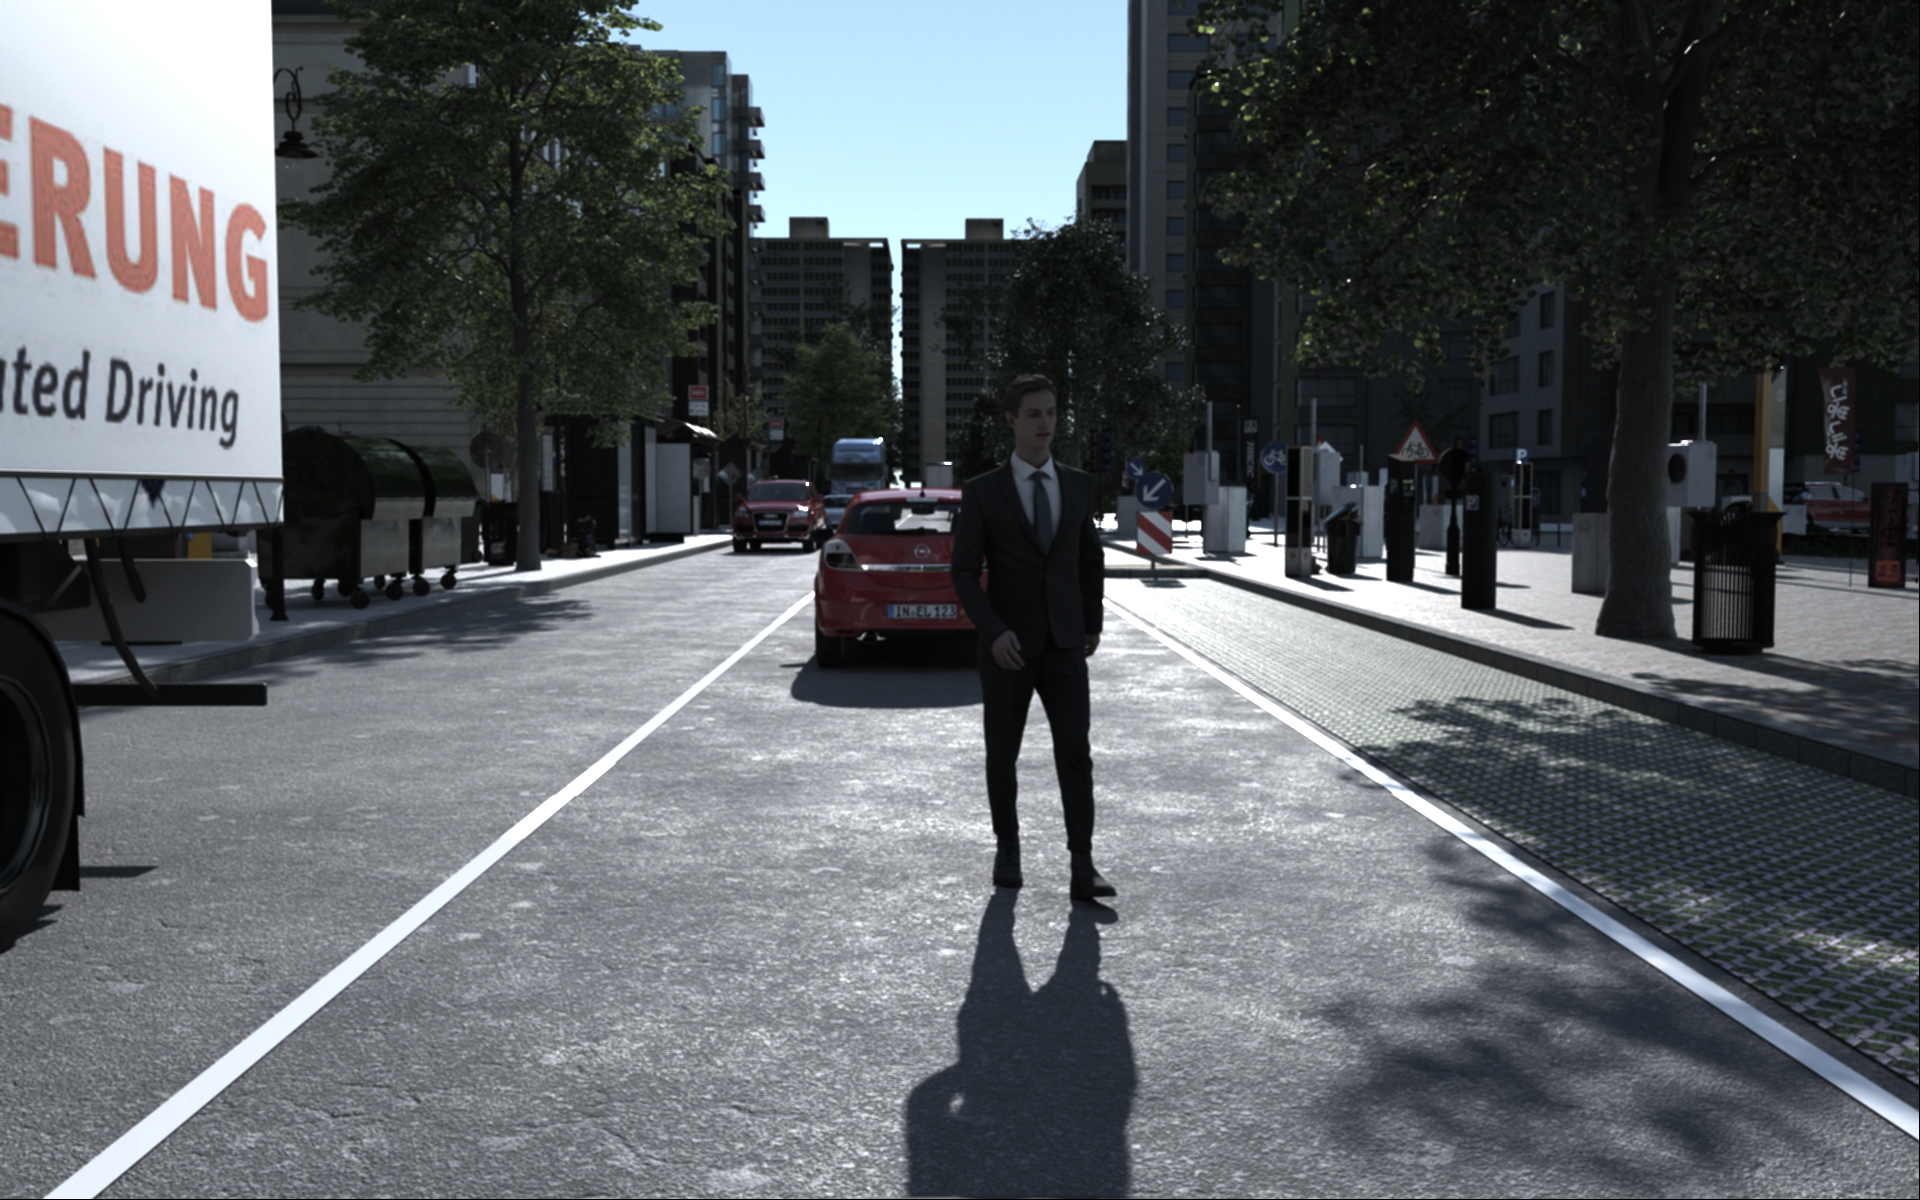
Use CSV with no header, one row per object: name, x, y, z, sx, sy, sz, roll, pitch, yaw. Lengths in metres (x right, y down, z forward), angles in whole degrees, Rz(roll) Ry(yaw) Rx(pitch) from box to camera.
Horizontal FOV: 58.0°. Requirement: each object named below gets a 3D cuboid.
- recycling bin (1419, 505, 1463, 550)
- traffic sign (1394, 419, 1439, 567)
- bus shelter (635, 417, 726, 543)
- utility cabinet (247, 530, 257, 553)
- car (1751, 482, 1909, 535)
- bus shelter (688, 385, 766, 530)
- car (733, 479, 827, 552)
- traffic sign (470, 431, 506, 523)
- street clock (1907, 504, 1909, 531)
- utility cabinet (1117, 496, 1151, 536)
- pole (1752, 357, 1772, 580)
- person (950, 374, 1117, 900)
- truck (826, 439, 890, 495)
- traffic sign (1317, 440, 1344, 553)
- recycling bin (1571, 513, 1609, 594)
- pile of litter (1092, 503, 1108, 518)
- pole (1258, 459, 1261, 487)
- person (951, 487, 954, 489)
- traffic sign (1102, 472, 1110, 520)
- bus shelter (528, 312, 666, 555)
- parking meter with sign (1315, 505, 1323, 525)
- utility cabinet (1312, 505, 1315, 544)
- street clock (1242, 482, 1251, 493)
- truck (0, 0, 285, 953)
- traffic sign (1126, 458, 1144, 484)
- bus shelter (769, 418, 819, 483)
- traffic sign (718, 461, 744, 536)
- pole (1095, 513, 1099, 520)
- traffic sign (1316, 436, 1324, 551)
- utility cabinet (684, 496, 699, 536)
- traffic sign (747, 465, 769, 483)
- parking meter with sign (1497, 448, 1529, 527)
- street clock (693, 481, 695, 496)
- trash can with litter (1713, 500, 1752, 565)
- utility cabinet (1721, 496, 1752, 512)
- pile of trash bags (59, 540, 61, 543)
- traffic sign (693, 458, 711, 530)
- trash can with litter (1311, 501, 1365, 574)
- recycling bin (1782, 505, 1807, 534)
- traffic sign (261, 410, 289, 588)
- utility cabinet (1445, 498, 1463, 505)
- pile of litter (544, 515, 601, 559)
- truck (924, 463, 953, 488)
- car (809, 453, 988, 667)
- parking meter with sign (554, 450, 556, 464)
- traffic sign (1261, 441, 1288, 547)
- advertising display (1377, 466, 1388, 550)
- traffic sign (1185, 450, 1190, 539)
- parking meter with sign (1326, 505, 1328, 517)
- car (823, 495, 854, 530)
recycling bin,11.138,-1.685,40.111,0.722,1.027,0.722,-2,4,-35
traffic sign,7.928,-1.848,30.223,0.884,2.594,0.081,1,4,8
bus shelter,-7.879,-3.327,48.328,2.014,3.302,5.546,0,4,-1
utility cabinet,-15.622,-1.605,37.400,0.306,1.237,1.020,3,5,44
car,28.896,-2.993,57.611,5.304,1.827,2.281,0,4,-2
bus shelter,-8.948,-5.436,66.514,2.179,5.291,8.768,0,4,-1
car,-4.569,-2.182,44.353,2.281,1.827,5.304,0,3,0
traffic sign,-9.600,-2.145,35.182,0.768,2.556,0.104,1,4,9
street clock,33.161,-3.425,60.567,0.471,2.002,0.358,-1,4,-15
utility cabinet,5.345,-2.572,53.212,1.020,1.237,0.306,0,4,-2
pole,11.940,-1.955,25.811,0.158,3.312,0.155,0,3,0
person,0.303,0.128,6.187,0.659,1.850,0.755,-1,4,-16
truck,-4.714,-6.133,90.031,2.967,4.110,18.799,0,4,1
traffic sign,7.877,-2.216,37.419,0.795,2.450,0.064,0,4,2
recycling bin,8.443,-0.609,22.516,0.722,1.027,0.722,3,5,44
pile of litter,7.454,-4.915,94.329,1.176,0.858,1.719,0,4,4
pole,17.278,-6.489,99.944,0.158,3.312,0.155,0,3,0
person,-0.416,-5.126,92.411,0.767,1.812,0.694,2,4,28
traffic sign,7.205,-5.323,87.133,0.768,2.556,0.104,0,4,8
bus shelter,-8.711,-3.870,40.914,2.179,5.291,8.768,0,4,-1
parking meter with sign,14.627,-4.678,72.738,0.543,3.016,1.738,-1,4,-11
utility cabinet,8.818,-2.199,44.636,0.318,1.500,1.173,0,4,-6
street clock,13.382,-4.666,80.857,0.358,2.002,0.471,-1,4,-18
truck,-4.076,-0.796,1.936,2.839,4.237,11.283,0,4,-1
traffic sign,6.280,-3.765,61.656,0.768,2.556,0.104,0,4,7
bus shelter,-9.071,-7.161,94.714,2.179,5.291,8.768,0,4,-1
traffic sign,-6.998,-3.012,52.882,0.795,2.450,0.064,0,4,-1
pole,6.731,-5.584,85.134,0.158,3.312,0.155,0,3,0
traffic sign,8.015,-2.365,38.665,0.884,2.594,0.081,0,4,7
utility cabinet,-8.607,-2.598,53.637,1.020,1.237,0.306,-2,4,-26
traffic sign,-7.107,-3.500,60.866,0.795,2.450,0.064,0,4,-1
parking meter with sign,21.238,-4.319,66.873,0.543,3.016,1.738,-1,4,-11
street clock,-14.711,-5.576,95.733,0.358,2.002,0.471,-1,4,-17
trash can with litter,13.901,-1.220,31.328,0.624,1.170,1.055,0,4,-3
utility cabinet,21.638,-2.271,48.297,1.020,1.237,0.306,-2,4,-34
pile of trash bags,-11.773,-0.693,21.078,1.912,1.369,3.447,0,4,-6
traffic sign,-9.223,-3.753,61.473,0.768,2.556,0.104,0,4,4
trash can with litter,5.919,-1.007,27.852,1.055,1.170,0.624,0,4,-3
recycling bin,19.398,-1.728,40.809,0.722,1.027,0.722,-1,4,-13
traffic sign,-9.547,-1.442,23.682,0.768,2.556,0.104,0,4,5
utility cabinet,25.270,-4.718,88.298,1.020,1.237,0.306,2,4,25
pile of litter,-7.858,-1.299,35.198,1.176,0.858,1.719,0,4,-3
truck,-1.991,-10.621,162.574,2.839,4.237,11.283,0,4,-1
car,-0.337,-0.416,15.842,2.155,1.783,4.494,0,4,-1
parking meter with sign,-16.623,-4.420,68.520,0.543,3.016,1.738,-3,5,-42
traffic sign,7.637,-2.551,41.821,0.768,2.556,0.104,0,4,5
advertising display,9.951,-2.115,39.786,0.123,1.923,0.974,-2,4,-27
traffic sign,6.501,-3.036,49.650,0.884,2.594,0.081,0,4,7
parking meter with sign,19.053,-5.795,91.008,0.543,3.016,1.738,0,4,-4
car,-4.264,-3.058,61.996,2.014,1.417,4.499,0,4,-2
